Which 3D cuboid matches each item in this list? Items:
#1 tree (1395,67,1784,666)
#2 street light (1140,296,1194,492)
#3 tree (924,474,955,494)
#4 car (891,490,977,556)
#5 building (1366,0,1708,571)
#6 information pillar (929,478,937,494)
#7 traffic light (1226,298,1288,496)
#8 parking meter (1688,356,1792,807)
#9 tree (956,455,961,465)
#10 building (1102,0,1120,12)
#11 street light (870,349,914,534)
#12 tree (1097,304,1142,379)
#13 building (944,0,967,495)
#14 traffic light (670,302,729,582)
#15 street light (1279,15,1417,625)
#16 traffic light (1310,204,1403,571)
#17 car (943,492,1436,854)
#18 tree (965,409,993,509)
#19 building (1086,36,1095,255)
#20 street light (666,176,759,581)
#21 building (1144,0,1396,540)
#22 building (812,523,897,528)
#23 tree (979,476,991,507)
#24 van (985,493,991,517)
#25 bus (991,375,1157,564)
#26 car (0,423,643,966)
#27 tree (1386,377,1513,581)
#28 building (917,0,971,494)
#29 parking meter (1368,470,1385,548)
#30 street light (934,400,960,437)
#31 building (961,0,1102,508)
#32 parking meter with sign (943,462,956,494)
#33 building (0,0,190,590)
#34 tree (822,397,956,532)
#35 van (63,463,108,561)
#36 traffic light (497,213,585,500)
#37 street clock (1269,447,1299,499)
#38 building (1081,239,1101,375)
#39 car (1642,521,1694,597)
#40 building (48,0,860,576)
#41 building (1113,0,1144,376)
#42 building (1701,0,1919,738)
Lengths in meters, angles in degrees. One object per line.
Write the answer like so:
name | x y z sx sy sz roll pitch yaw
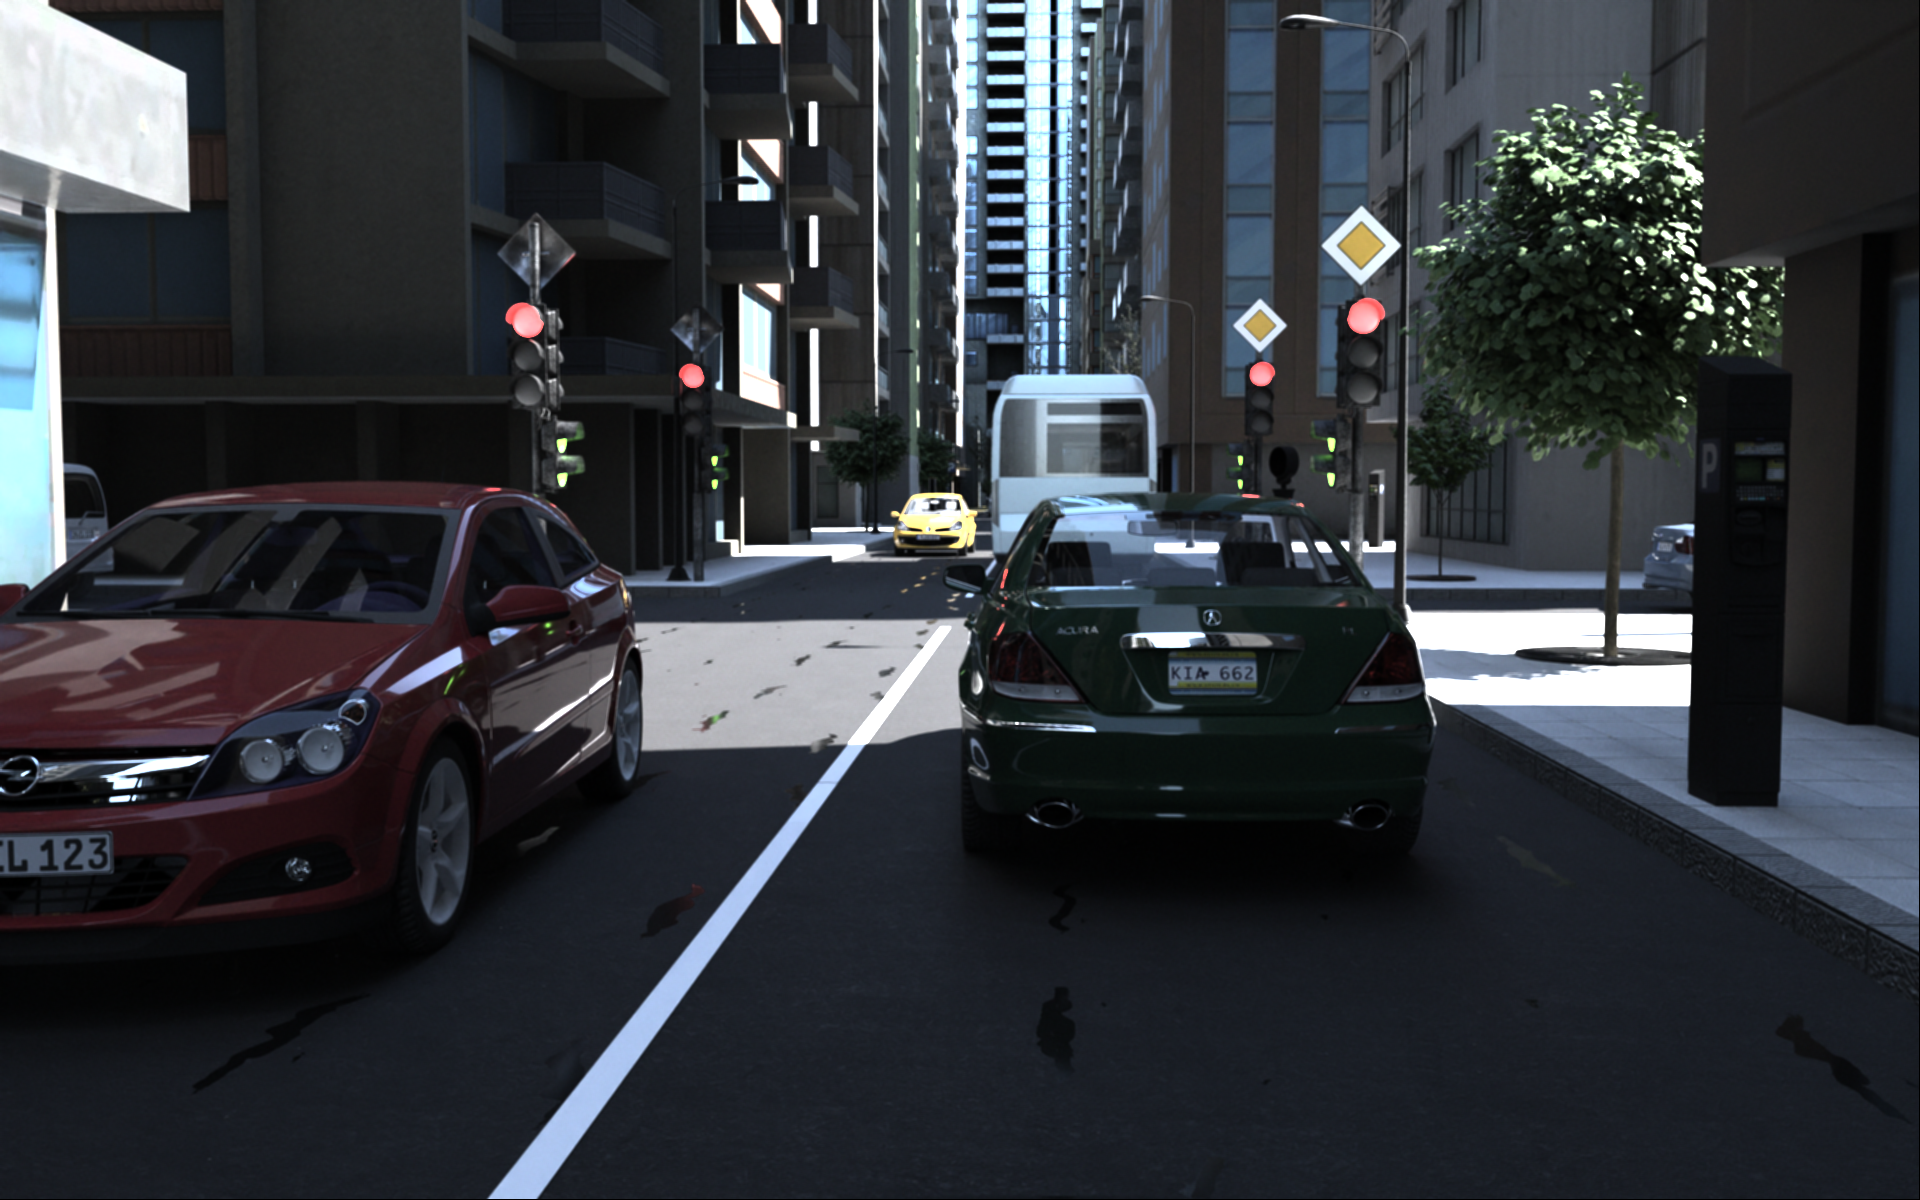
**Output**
tree | 5.114 -1.814 13.372 4.285 4.588 4.351 0 3 0
street light | 4.918 -4.175 40.805 1.470 5.913 1.316 0 4 3
tree | -1.113 -5.839 90.072 1.663 3.219 1.824 0 3 0
car | -0.574 -1.889 41.102 2.015 1.641 3.980 0 4 4
building | 15.643 -21.227 30.648 14.086 41.232 14.154 0 4 3
information pillar | -1.227 -4.519 78.385 0.304 2.012 0.304 1 4 11
traffic light | 4.278 -2.204 24.951 0.839 4.253 0.868 0 4 3
parking meter | 3.235 -0.091 7.195 0.255 1.863 0.399 0 4 2
tree | -1.676 -5.978 81.450 4.285 4.588 4.351 0 3 0
building | 15.915 -26.063 109.719 14.154 41.232 14.086 0 4 3
street light | -2.183 -5.078 55.563 1.470 5.913 1.316 0 4 3
tree | 7.176 -7.084 66.184 4.360 8.622 3.978 0 3 0
building | -6.788 -29.890 138.805 14.600 45.320 14.200 0 4 3
traffic light | -3.823 -2.227 25.340 0.839 4.253 0.868 0 4 3
street light | 3.800 -2.717 16.967 1.470 5.913 1.316 0 4 3
traffic light | 3.878 -1.716 16.976 0.839 4.253 0.868 0 4 3
car | 0.956 0.211 8.346 2.131 1.459 4.920 0 4 2
tree | 2.067 -12.286 151.235 4.360 8.622 3.978 0 3 0
building | 19.209 -31.628 167.224 14.600 45.320 14.200 0 4 3
street light | -3.632 -3.237 25.460 1.470 5.913 1.316 0 4 3
building | 13.039 -24.682 53.668 14.600 45.320 14.200 0 4 3
building | -9.143 -23.515 68.059 14.154 41.232 14.086 0 4 3
tree | 3.218 -10.950 173.638 1.663 3.219 1.824 0 3 0
van | 2.636 -6.302 110.044 2.013 2.044 4.112 0 4 2
bus | 2.150 -2.354 33.350 2.948 3.499 13.247 0 4 3
car | -2.474 0.140 6.758 2.155 1.783 4.494 0 4 1
tree | 7.128 -1.918 25.962 1.663 3.219 1.824 0 3 0
building | -11.477 -30.351 115.851 23.786 49.044 30.456 0 4 3
parking meter | 9.950 -2.183 41.402 0.255 1.863 0.399 3 4 37
street light | -0.723 -6.902 85.390 1.470 5.913 1.316 0 4 3
building | 8.262 -53.825 192.715 31.000 86.520 22.319 0 4 3
parking meter with sign | -0.724 -6.101 96.010 0.543 3.016 1.738 -1 4 -15
building | -20.683 -23.521 4.174 30.456 49.044 23.786 0 4 3
tree | -3.214 -4.593 58.817 4.285 4.588 4.351 0 3 0
van | -13.537 -0.977 22.983 4.112 2.044 2.013 0 4 5
traffic light | -4.223 -1.740 17.365 0.839 4.253 0.868 0 4 3
street clock | 4.940 -1.339 26.460 0.358 2.002 0.471 -2 4 -25
building | 23.281 -17.523 131.533 27.650 21.520 28.899 0 4 3
car | 10.747 -0.555 21.072 4.499 1.417 2.014 0 4 4
building | -14.124 -23.493 38.742 22.147 44.769 28.867 0 4 3
building | 18.898 -28.377 83.571 23.786 49.044 30.456 0 4 3
building | 11.184 -21.536 2.228 14.600 45.320 14.200 0 4 3
